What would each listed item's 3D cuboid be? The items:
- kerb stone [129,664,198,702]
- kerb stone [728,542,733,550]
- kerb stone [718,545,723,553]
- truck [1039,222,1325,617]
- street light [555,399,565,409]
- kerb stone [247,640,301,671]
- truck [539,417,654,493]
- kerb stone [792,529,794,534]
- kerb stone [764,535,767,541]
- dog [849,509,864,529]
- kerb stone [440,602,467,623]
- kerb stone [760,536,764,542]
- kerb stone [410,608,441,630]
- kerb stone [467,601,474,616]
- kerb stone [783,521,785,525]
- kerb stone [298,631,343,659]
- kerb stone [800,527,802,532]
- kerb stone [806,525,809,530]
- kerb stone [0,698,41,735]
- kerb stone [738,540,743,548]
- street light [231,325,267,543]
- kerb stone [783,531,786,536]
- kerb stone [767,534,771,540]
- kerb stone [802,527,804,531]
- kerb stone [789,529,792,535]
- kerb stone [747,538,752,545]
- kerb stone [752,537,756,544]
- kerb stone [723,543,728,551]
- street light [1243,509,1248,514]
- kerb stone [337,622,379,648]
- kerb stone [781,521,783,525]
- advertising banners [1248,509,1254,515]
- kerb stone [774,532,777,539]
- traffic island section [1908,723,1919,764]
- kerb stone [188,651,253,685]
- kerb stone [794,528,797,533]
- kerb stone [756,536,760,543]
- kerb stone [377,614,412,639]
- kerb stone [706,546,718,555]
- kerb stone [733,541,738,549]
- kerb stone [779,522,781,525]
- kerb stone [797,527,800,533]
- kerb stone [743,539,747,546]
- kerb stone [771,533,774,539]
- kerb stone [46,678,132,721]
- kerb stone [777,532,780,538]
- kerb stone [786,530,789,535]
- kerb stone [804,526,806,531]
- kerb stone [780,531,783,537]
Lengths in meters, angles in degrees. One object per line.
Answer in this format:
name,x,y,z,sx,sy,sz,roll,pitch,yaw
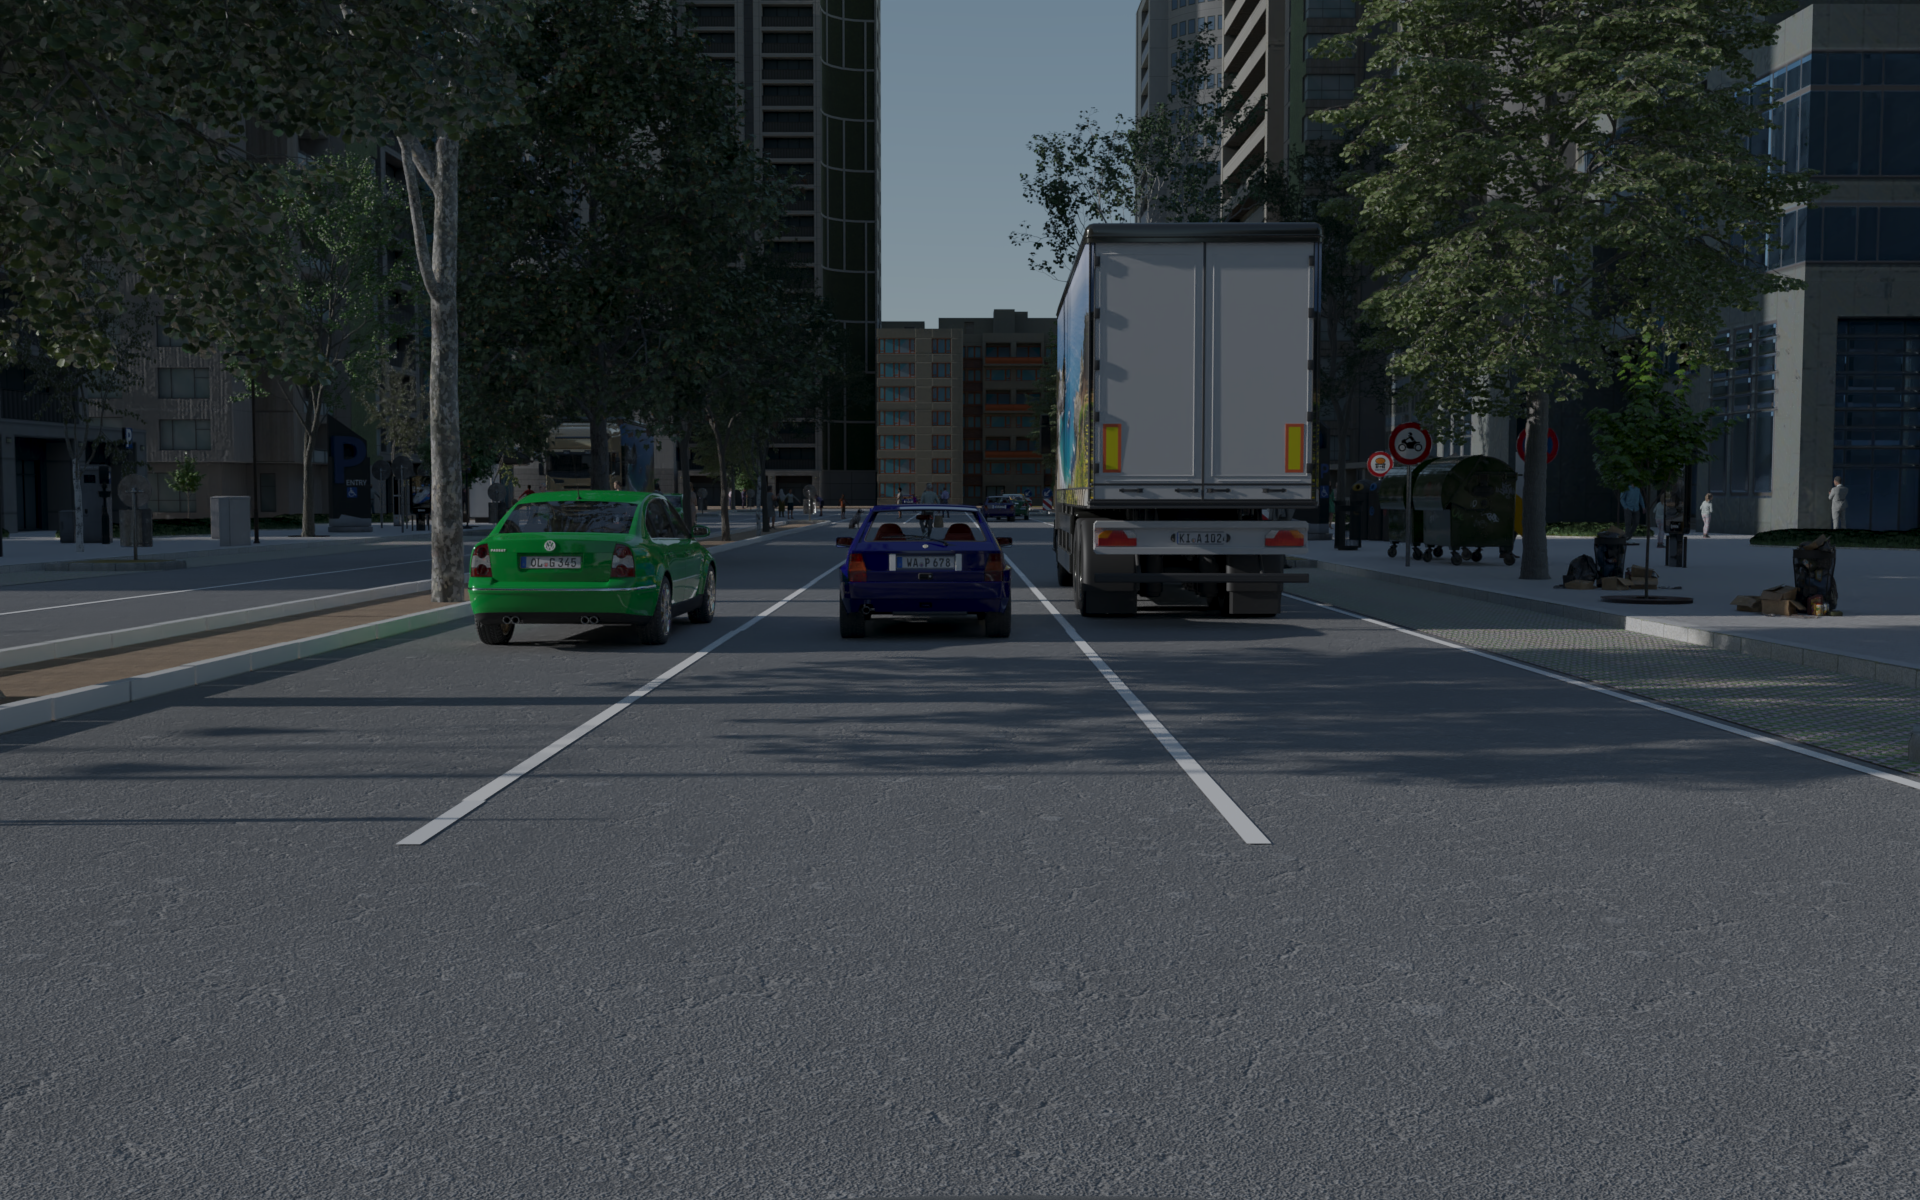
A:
kerb stone,-5.776,0.602,12.444,0.120,0.150,1.000,0,4,0
kerb stone,-5.977,-1.347,44.224,0.120,0.150,1.000,0,4,0
kerb stone,-5.964,-1.220,42.166,0.120,0.150,1.000,0,4,0
truck,2.622,-2.117,23.528,2.839,4.237,11.283,0,4,1
street light,-18.569,-6.591,80.554,0.468,5.910,1.993,0,4,0
kerb stone,-5.791,0.471,14.503,0.120,0.150,1.000,0,4,0
truck,-13.502,-4.667,65.219,2.839,4.237,11.283,0,4,-2
kerb stone,-6.091,-2.413,61.645,0.120,0.150,1.000,0,4,0
kerb stone,-6.028,-1.848,52.411,0.120,0.150,1.000,0,4,0
dog,-4.384,-3.344,71.516,0.513,0.831,0.800,-3,5,-41
kerb stone,-5.817,0.156,19.639,0.120,0.150,1.000,0,4,0
kerb stone,-6.017,-1.786,51.389,0.120,0.150,1.000,0,4,0
kerb stone,-5.815,0.219,18.616,0.120,0.150,1.000,0,4,0
kerb stone,-5.827,0.095,20.664,0.120,0.150,1.000,0,4,0
kerb stone,-8.308,-3.542,80.103,0.120,0.150,1.000,0,4,0
kerb stone,-5.798,0.412,15.538,0.120,0.150,1.000,0,4,0
kerb stone,-6.106,-2.601,64.725,0.120,0.150,1.000,0,4,0
kerb stone,-6.124,-2.790,67.809,0.120,0.150,1.000,0,4,0
kerb stone,-5.771,0.722,10.393,0.120,0.150,1.000,0,4,0
kerb stone,-5.991,-1.473,46.276,0.120,0.150,1.000,0,4,0
street light,-18.290,-4.408,44.866,0.468,5.910,1.993,0,4,0
kerb stone,-6.067,-2.225,58.568,0.120,0.150,1.000,0,4,0
kerb stone,-6.031,-1.908,53.434,0.120,0.150,1.000,0,4,0
kerb stone,-6.112,-2.660,65.749,0.120,0.150,1.000,0,4,0
kerb stone,-6.080,-2.350,60.612,0.120,0.150,1.000,0,4,0
kerb stone,-5.999,-1.598,48.321,0.120,0.150,1.000,0,4,0
kerb stone,-6.010,-1.660,49.344,0.120,0.150,1.000,0,4,0
kerb stone,-5.965,-1.282,43.194,0.120,0.150,1.000,0,4,0
street light,7.825,-4.559,47.325,0.468,5.910,1.993,0,4,0
kerb stone,-5.809,0.346,16.560,0.120,0.150,1.000,0,4,0
kerb stone,-8.297,-3.477,79.081,0.120,0.150,1.000,0,4,0
advertising banners,9.185,-3.408,51.908,2.074,3.025,0.090,-3,5,-44
kerb stone,-6.039,-2.036,55.480,0.120,0.150,1.000,0,4,0
traffic island section,6.070,0.849,8.396,2.009,0.180,2.903,0,4,0
kerb stone,-5.783,0.534,13.470,0.120,0.150,1.000,0,4,0
kerb stone,-6.099,-2.476,62.677,0.120,0.150,1.000,0,4,0
kerb stone,-6.017,-1.717,50.367,0.120,0.150,1.000,0,4,0
kerb stone,-5.807,0.282,17.589,0.120,0.150,1.000,0,4,0
kerb stone,-5.947,-1.158,41.143,0.120,0.150,1.000,0,4,0
kerb stone,-5.989,-1.410,45.246,0.120,0.150,1.000,0,4,0
kerb stone,-8.296,-3.414,78.058,0.120,0.150,1.000,0,4,0
kerb stone,-6.093,-2.532,63.703,0.120,0.150,1.000,0,4,0
kerb stone,-5.998,-1.535,47.298,0.120,0.150,1.000,0,4,0
kerb stone,-6.035,-1.971,54.456,0.120,0.150,1.000,0,4,0
kerb stone,-5.774,0.662,11.422,0.120,0.150,1.000,0,4,0
kerb stone,-6.051,-2.098,56.506,0.120,0.150,1.000,0,4,0
kerb stone,-6.076,-2.287,59.590,0.120,0.150,1.000,0,4,0
kerb stone,-6.120,-2.727,66.779,0.120,0.150,1.000,0,4,0
kerb stone,-6.063,-2.162,57.537,0.120,0.150,1.000,0,4,0
